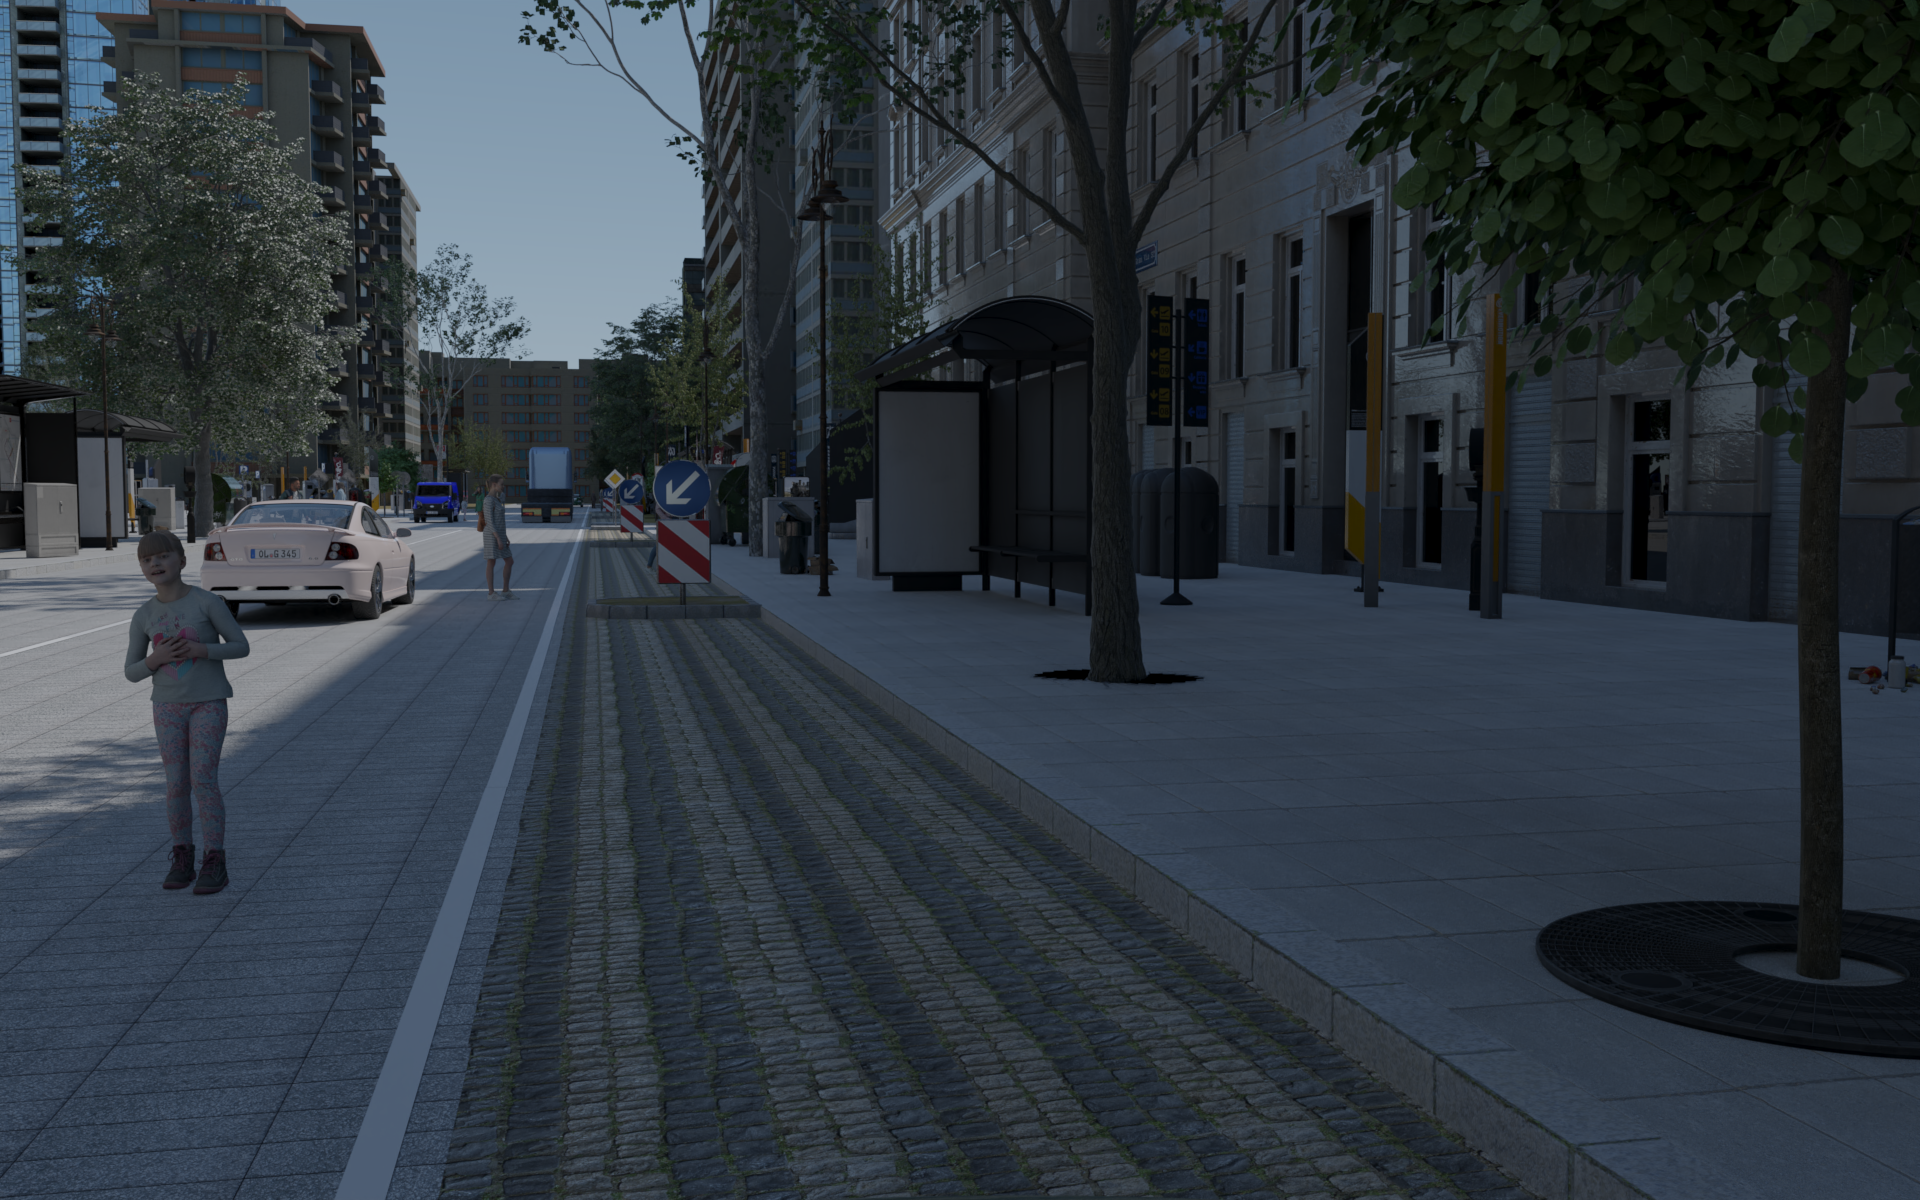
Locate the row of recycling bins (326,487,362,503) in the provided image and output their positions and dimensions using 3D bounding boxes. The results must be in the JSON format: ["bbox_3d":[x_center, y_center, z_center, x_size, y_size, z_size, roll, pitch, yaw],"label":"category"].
[{"bbox_3d":[-38.436,-6.178,108.130,3.534,1.692,1.069,3,5,42],"label":"row of recycling bins"}]

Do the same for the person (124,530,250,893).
[{"bbox_3d":[-2.808,0.396,6.303,0.425,1.301,0.394,-1,4,-22],"label":"person"}]

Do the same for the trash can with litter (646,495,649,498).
[{"bbox_3d":[-24.079,-7.345,131.153,2.233,1.210,1.678,-3,5,-44],"label":"trash can with litter"}]

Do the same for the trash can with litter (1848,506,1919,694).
[{"bbox_3d":[6.966,-0.035,11.623,2.233,1.210,1.678,0,4,1],"label":"trash can with litter"}]

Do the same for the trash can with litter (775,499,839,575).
[{"bbox_3d":[-2.433,-0.998,27.702,1.055,1.170,0.624,2,4,26],"label":"trash can with litter"}]

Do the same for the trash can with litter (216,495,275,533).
[{"bbox_3d":[-23.433,-2.719,55.511,1.678,1.210,2.233,1,4,22],"label":"trash can with litter"}]

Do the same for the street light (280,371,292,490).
[{"bbox_3d":[-24.278,-5.487,62.503,0.468,5.910,1.993,-1,4,-12],"label":"street light"}]

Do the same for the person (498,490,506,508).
[{"bbox_3d":[-37.318,-8.093,141.019,0.583,1.804,0.606,1,4,16],"label":"person"}]

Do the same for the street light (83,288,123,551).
[{"bbox_3d":[-19.307,-4.058,39.133,0.468,5.910,1.993,-1,4,-12],"label":"street light"}]

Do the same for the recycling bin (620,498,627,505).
[{"bbox_3d":[-28.089,-8.116,145.251,0.722,1.027,0.722,0,4,-5],"label":"recycling bin"}]

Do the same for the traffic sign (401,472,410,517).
[{"bbox_3d":[-31.571,-6.005,98.281,0.768,2.556,0.104,-1,4,-10],"label":"traffic sign"}]

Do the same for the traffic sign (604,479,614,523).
[{"bbox_3d":[-15.405,-4.482,76.915,0.795,2.450,0.064,-1,4,-12],"label":"traffic sign"}]

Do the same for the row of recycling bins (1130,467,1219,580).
[{"bbox_3d":[3.293,-1.258,27.677,1.069,1.692,3.534,0,4,-7],"label":"row of recycling bins"}]

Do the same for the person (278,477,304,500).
[{"bbox_3d":[-15.141,-1.896,39.491,0.794,1.824,0.713,-3,4,-38],"label":"person"}]

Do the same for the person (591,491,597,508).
[{"bbox_3d":[-36.380,-9.974,172.123,0.434,1.755,0.990,-3,5,-40],"label":"person"}]

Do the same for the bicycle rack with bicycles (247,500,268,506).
[{"bbox_3d":[-41.128,-5.334,100.591,2.925,0.926,2.852,0,4,8],"label":"bicycle rack with bicycles"}]

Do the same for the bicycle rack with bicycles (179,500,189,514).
[{"bbox_3d":[-50.711,-5.939,110.491,2.925,0.926,2.852,2,4,28],"label":"bicycle rack with bicycles"}]

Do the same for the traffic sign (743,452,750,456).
[{"bbox_3d":[-6.484,-3.235,53.005,0.768,2.556,0.104,0,4,-5],"label":"traffic sign"}]

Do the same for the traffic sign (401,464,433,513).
[{"bbox_3d":[-37.358,-7.652,118.977,2.265,3.308,0.079,0,4,-5],"label":"traffic sign"}]

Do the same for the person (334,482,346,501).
[{"bbox_3d":[-18.544,-2.639,51.904,0.793,1.790,0.793,3,5,43],"label":"person"}]

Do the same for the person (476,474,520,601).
[{"bbox_3d":[-6.252,-0.845,23.322,0.522,1.701,0.512,0,4,-1],"label":"person"}]

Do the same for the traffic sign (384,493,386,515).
[{"bbox_3d":[-35.609,-6.549,107.184,0.768,2.556,0.104,0,4,-6],"label":"traffic sign"}]

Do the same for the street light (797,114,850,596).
[{"bbox_3d":[-1.707,-2.985,21.595,0.468,5.910,1.993,-1,4,-12],"label":"street light"}]

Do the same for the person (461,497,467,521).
[{"bbox_3d":[-26.276,-4.840,91.912,0.425,1.301,0.394,1,4,21],"label":"person"}]

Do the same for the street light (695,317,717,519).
[{"bbox_3d":[-6.632,-4.438,45.342,0.468,5.910,1.993,-1,4,-12],"label":"street light"}]

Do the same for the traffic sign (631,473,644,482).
[{"bbox_3d":[-19.244,-6.317,103.386,0.768,2.556,0.104,0,4,-6],"label":"traffic sign"}]

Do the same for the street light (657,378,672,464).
[{"bbox_3d":[-11.622,-5.870,68.755,0.468,5.910,1.993,-1,4,-12],"label":"street light"}]

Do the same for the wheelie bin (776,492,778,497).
[{"bbox_3d":[-12.210,-6.404,112.619,0.980,1.594,0.693,-2,4,-30],"label":"wheelie bin"}]

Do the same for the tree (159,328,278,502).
[{"bbox_3d":[-32.985,-7.681,75.943,4.360,8.622,3.978,0,3,0],"label":"tree"}]

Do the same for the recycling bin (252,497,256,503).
[{"bbox_3d":[-53.650,-7.235,130.847,0.722,1.027,0.722,0,4,4],"label":"recycling bin"}]

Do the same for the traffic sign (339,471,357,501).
[{"bbox_3d":[-26.361,-4.341,74.624,0.795,2.450,0.064,-1,4,-12],"label":"traffic sign"}]

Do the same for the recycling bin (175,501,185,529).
[{"bbox_3d":[-28.971,-3.118,63.526,0.722,1.027,0.722,2,4,33],"label":"recycling bin"}]

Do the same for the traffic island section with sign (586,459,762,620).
[{"bbox_3d":[-3.447,-0.734,20.631,1.989,1.847,2.006,-1,4,-12],"label":"traffic island section with sign"}]

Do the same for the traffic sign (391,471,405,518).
[{"bbox_3d":[-30.744,-5.783,94.650,0.768,2.556,0.104,-1,4,-9],"label":"traffic sign"}]

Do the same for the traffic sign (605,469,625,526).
[{"bbox_3d":[-13.750,-4.004,69.103,0.795,2.450,0.064,-1,4,-12],"label":"traffic sign"}]

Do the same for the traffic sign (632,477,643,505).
[{"bbox_3d":[-18.507,-5.953,99.455,0.606,2.300,0.079,0,4,-7],"label":"traffic sign"}]

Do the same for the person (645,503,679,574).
[{"bbox_3d":[-5.257,-1.324,30.734,0.643,1.750,0.593,1,4,22],"label":"person"}]

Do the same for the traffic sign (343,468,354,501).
[{"bbox_3d":[-30.539,-5.263,86.150,0.768,2.556,0.104,0,4,-3],"label":"traffic sign"}]

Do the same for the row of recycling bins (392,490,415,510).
[{"bbox_3d":[-45.711,-8.377,144.081,1.069,1.692,3.534,2,4,33],"label":"row of recycling bins"}]

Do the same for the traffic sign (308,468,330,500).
[{"bbox_3d":[-24.706,-3.864,66.812,0.795,2.450,0.064,-1,4,-12],"label":"traffic sign"}]

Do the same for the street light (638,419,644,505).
[{"bbox_3d":[-19.253,-8.067,104.687,0.468,5.910,1.993,-1,4,-12],"label":"street light"}]

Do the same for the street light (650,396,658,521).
[{"bbox_3d":[-14.302,-6.648,81.479,0.468,5.910,1.993,-1,4,-12],"label":"street light"}]

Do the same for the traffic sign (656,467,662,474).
[{"bbox_3d":[-10.809,-3.737,63.227,0.606,2.300,0.079,-1,4,-10],"label":"traffic sign"}]

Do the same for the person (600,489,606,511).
[{"bbox_3d":[-27.789,-7.718,134.869,0.537,1.800,0.526,-3,5,-44],"label":"person"}]

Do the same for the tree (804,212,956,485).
[{"bbox_3d":[-1.917,-5.828,45.649,4.737,8.622,4.395,0,3,0],"label":"tree"}]

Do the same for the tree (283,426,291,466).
[{"bbox_3d":[-56.797,-11.680,141.338,4.360,8.622,3.978,0,3,0],"label":"tree"}]

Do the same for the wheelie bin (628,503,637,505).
[{"bbox_3d":[-23.308,-7.063,123.392,0.693,1.594,0.980,2,4,32],"label":"wheelie bin"}]

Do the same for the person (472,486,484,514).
[{"bbox_3d":[-22.741,-4.484,82.055,0.600,1.795,0.529,1,4,12],"label":"person"}]

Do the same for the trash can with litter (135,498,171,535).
[{"bbox_3d":[-25.070,-2.597,53.852,1.055,1.170,0.624,0,4,6],"label":"trash can with litter"}]
